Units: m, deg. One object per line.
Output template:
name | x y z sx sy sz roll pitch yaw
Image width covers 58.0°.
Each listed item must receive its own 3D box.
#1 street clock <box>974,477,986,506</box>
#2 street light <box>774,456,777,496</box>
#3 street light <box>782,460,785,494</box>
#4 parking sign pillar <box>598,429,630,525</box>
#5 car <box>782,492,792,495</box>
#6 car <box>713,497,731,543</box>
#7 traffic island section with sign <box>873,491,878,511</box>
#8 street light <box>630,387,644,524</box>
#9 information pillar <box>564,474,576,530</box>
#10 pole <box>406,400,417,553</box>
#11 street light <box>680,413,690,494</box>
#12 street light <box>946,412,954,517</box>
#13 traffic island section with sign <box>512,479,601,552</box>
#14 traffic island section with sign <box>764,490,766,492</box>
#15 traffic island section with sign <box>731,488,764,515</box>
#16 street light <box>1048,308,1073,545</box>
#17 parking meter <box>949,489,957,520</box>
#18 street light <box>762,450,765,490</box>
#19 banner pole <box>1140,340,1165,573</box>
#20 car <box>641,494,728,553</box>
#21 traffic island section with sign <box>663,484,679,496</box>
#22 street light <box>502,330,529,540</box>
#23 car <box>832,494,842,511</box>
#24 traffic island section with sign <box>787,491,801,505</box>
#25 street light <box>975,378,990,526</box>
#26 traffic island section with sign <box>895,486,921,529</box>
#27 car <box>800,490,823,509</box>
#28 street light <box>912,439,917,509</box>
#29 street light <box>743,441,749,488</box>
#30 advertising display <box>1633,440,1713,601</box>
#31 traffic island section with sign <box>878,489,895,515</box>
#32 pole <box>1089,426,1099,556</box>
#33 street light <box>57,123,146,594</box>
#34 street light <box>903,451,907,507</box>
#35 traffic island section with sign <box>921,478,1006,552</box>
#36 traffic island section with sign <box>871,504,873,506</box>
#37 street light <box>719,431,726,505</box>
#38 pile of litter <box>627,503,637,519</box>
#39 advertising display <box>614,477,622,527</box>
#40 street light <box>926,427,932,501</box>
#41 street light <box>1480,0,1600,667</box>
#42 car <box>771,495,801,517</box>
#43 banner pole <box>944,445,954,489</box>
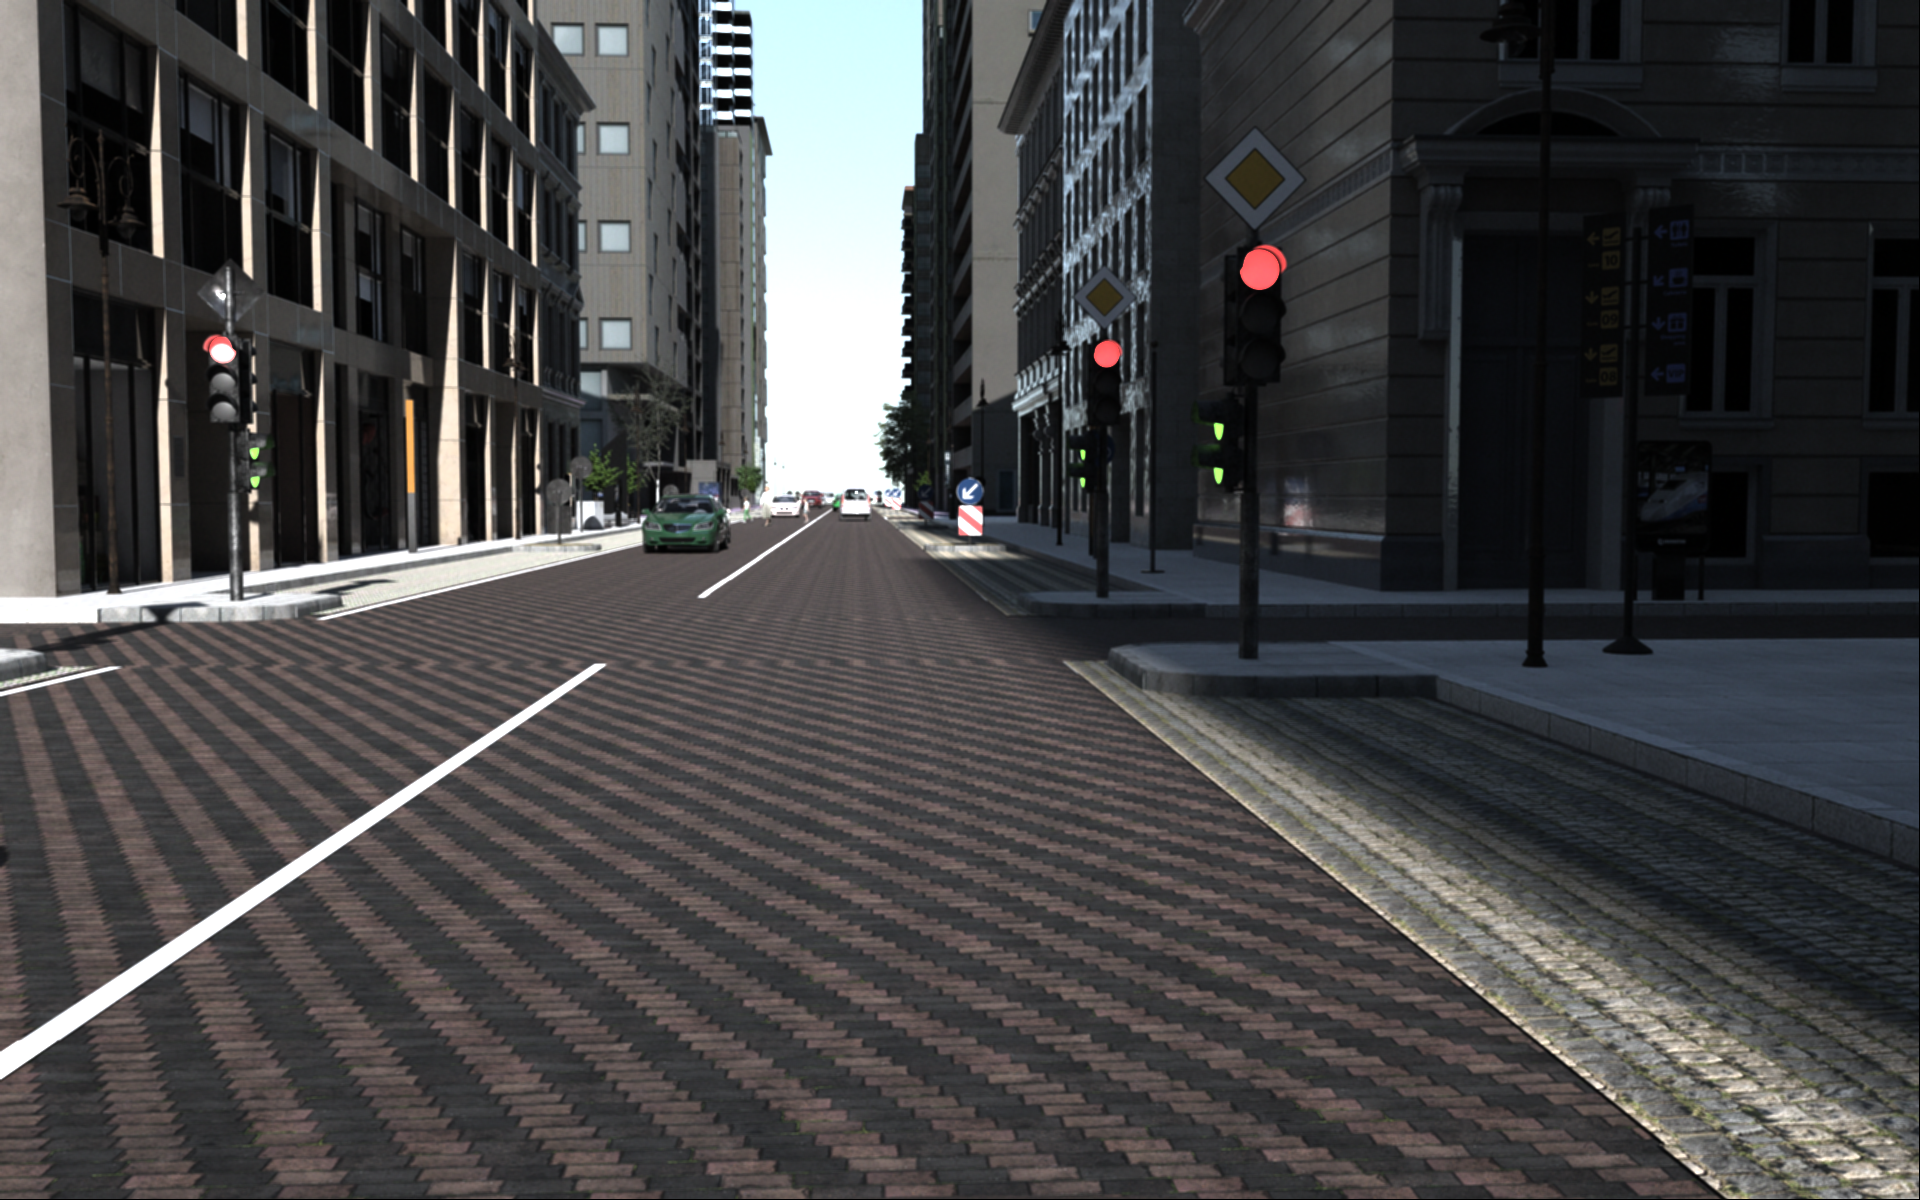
street clock | 0.800 -4.098 71.566 0.471 2.002 0.358 2 4 26
street light | -22.074 -14.326 207.024 0.468 5.910 1.993 0 4 -3
street light | -23.735 -15.909 232.907 0.468 5.910 1.993 0 4 -3
parking sign pillar | -14.380 -5.082 71.559 1.447 3.967 1.447 3 4 37
car | -18.409 -10.674 184.303 2.009 1.686 4.222 0 4 -4
car | -7.599 -2.284 49.706 2.083 1.381 4.827 0 4 -5
traffic island section with sign | -6.215 -8.510 147.767 1.989 1.847 2.006 0 4 -3
street light | -13.940 -6.250 74.976 0.468 5.910 1.993 0 4 -3
information pillar | -14.031 -3.532 62.247 0.304 2.012 0.304 1 4 16
pole | -11.905 -2.676 37.591 0.158 3.312 0.155 0 3 0
street light | -15.473 -7.638 97.667 0.468 5.910 1.993 0 4 -3
street light | -0.546 -7.483 95.132 0.468 5.910 1.993 0 4 -3
traffic island section with sign | -10.109 -2.139 43.604 1.989 1.847 2.006 0 4 -3
traffic island section with sign | -16.361 -8.425 146.371 1.989 1.847 2.006 0 4 -3
traffic island section with sign | -14.704 -6.752 119.029 1.989 1.847 2.006 0 4 -3
street light | 2.495 -4.312 43.285 0.468 5.910 1.993 0 4 -3
parking meter | -0.339 -4.828 87.352 0.372 1.533 0.369 0 3 0
street light | -20.486 -12.723 180.804 0.468 5.910 1.993 0 4 -3
banner pole | 3.165 -2.351 28.451 0.401 3.779 0.863 0 4 3
car | -6.887 -1.951 43.690 2.131 1.459 4.920 0 4 -3
traffic island section with sign | -11.764 -3.793 70.639 1.989 1.847 2.006 0 4 -3
street light | -12.494 -4.648 48.790 0.468 5.910 1.993 0 4 -3
car | -9.701 -8.310 144.670 1.959 1.807 4.718 0 4 -2
traffic island section with sign | -19.697 -11.775 201.149 1.989 1.847 2.006 0 4 -3
street light | 0.893 -5.895 69.171 0.468 5.910 1.993 0 4 -3
traffic island section with sign | -1.529 -3.799 70.736 1.989 1.847 2.006 0 4 -3
car | -14.548 -9.858 169.852 2.281 1.827 5.304 0 4 -4
street light | -3.839 -10.597 146.052 0.468 5.910 1.993 0 4 -3
street light | -18.558 -10.844 150.085 0.468 5.910 1.993 0 4 -3
advertising display | 8.543 -0.956 20.840 0.974 1.923 0.123 0 4 -7
traffic island section with sign | -4.526 -6.815 120.058 1.989 1.847 2.006 0 4 -3
pole | 2.802 -2.584 36.093 0.158 3.312 0.155 0 3 0
street light | -10.883 -3.017 22.111 0.468 5.910 1.993 0 4 -3
street light | -5.465 -12.218 172.546 0.468 5.910 1.993 0 4 -3
traffic island section with sign | 0.101 -2.153 43.830 1.989 1.847 2.006 0 4 -3
traffic island section with sign | -9.587 -11.910 203.349 1.989 1.847 2.006 0 4 -3
street light | -16.963 -9.222 123.561 0.468 5.910 1.993 0 4 -3
pile of litter | -17.453 -4.637 89.774 1.719 0.858 1.176 -2 4 -25
advertising display | -13.265 -3.793 67.223 0.123 1.923 0.974 -1 4 -22
street light | -2.179 -8.996 119.865 0.468 5.910 1.993 0 4 -3
street light | 4.281 -2.442 12.718 0.468 5.910 1.993 0 4 -3
car | -10.922 -5.839 107.823 2.083 1.381 4.827 0 4 -5
banner pole | -0.534 -6.012 88.305 0.401 3.779 0.863 3 5 39
